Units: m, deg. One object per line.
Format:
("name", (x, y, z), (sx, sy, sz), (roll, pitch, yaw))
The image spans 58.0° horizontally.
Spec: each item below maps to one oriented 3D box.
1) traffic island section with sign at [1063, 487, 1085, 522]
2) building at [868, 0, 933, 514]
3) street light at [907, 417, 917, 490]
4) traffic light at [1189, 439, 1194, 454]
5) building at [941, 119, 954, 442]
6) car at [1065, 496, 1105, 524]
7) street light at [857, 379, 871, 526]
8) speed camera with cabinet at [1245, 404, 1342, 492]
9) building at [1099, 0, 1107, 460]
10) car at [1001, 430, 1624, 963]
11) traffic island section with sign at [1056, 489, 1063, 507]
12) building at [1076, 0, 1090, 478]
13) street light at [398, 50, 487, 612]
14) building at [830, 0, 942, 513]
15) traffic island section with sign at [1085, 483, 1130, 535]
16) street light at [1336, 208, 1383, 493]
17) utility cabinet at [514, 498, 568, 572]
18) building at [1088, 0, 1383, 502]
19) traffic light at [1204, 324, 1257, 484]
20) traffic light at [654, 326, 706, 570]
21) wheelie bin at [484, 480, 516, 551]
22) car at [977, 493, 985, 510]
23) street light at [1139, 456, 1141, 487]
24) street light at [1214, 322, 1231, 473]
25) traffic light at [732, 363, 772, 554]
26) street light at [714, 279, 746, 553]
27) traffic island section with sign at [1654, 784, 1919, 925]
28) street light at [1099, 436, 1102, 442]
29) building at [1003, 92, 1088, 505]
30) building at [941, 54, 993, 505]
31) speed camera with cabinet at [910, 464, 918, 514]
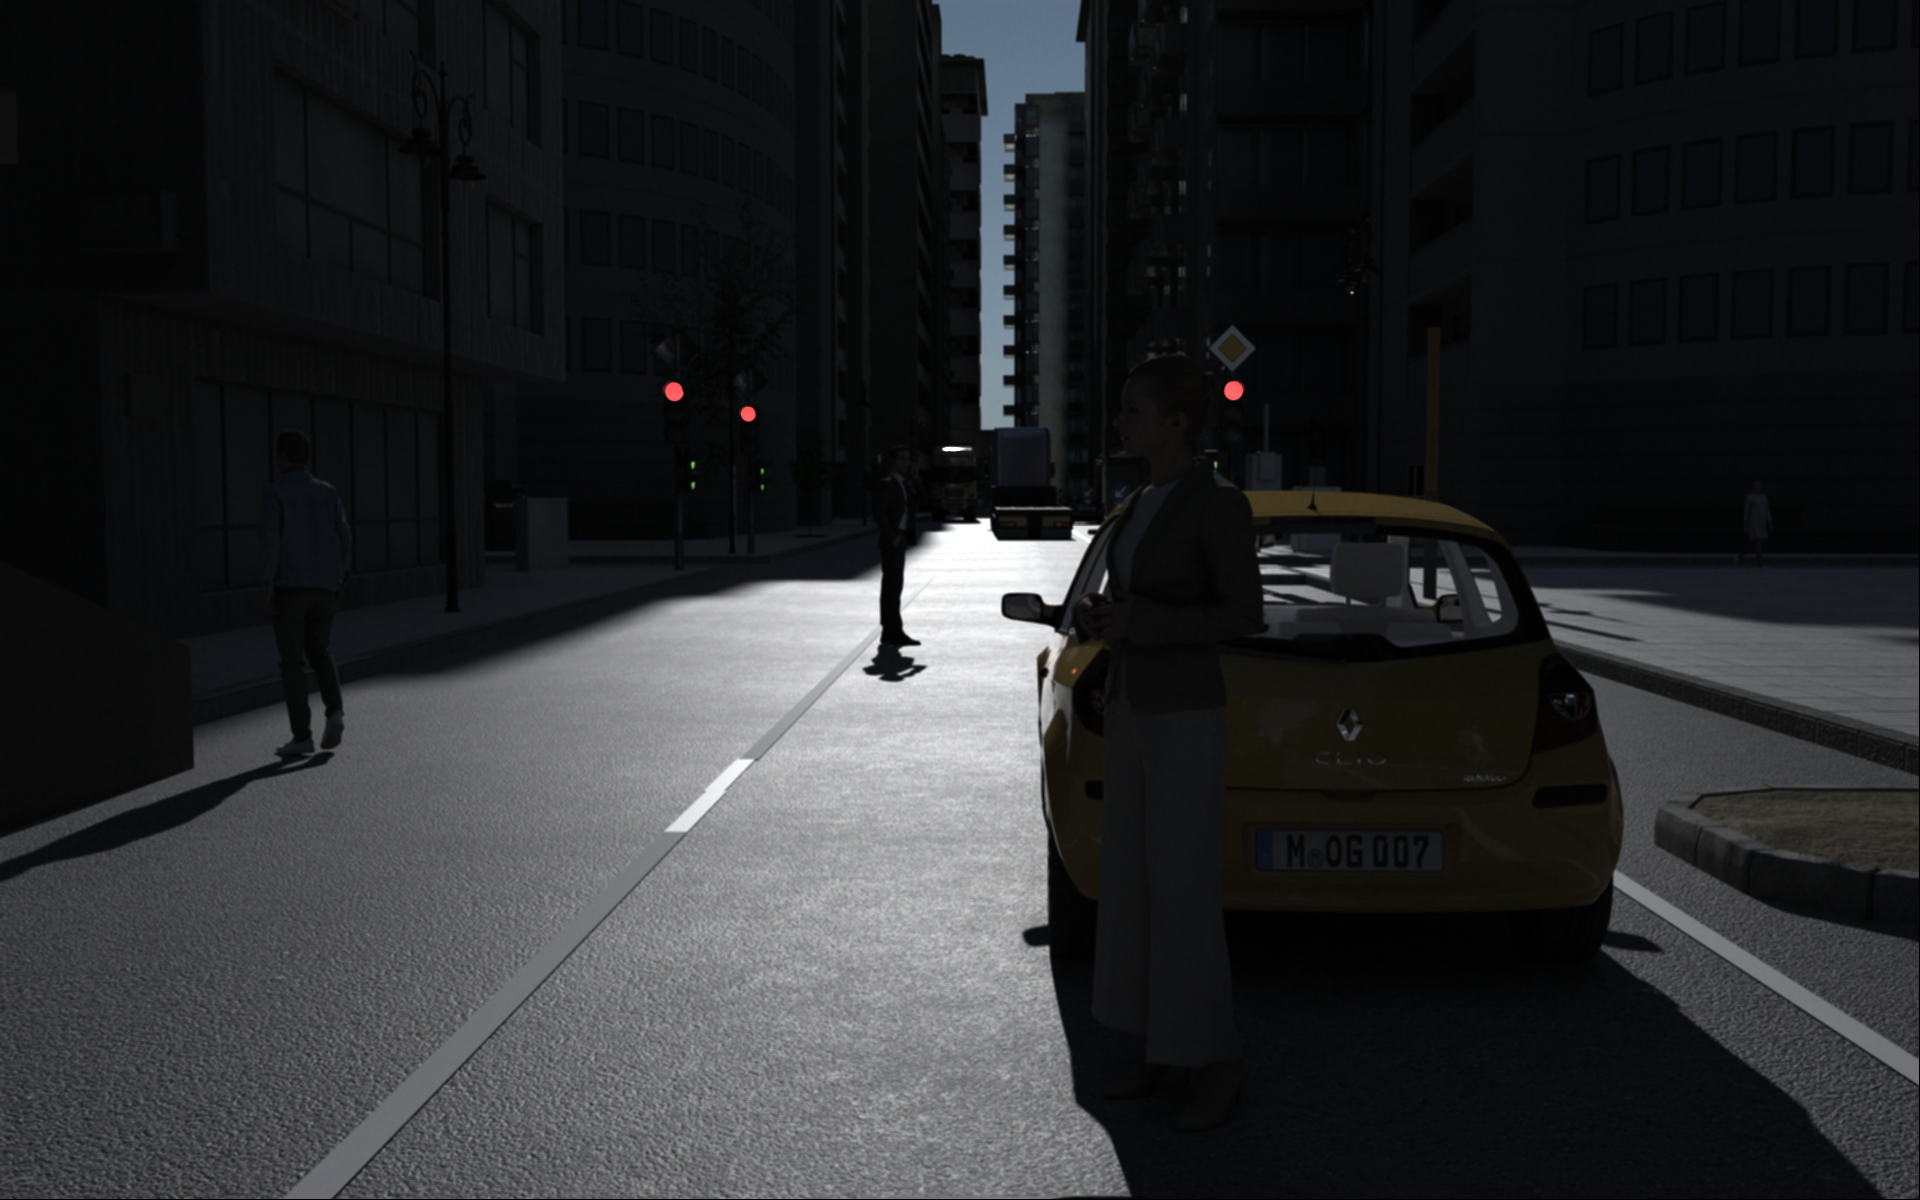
("traffic island section with sign", (6.435, -4.899, 88.725), (1.989, 1.847, 2.006), (0, 4, 2))
("building", (-13.101, -30.518, 122.665), (21.300, 48.544, 21.600), (0, 4, 2))
("street light", (-2.835, -7.913, 102.167), (0.468, 5.910, 1.993), (0, 4, 2))
("traffic light", (4.743, -2.928, 36.788), (0.839, 4.253, 0.868), (0, 4, 2))
("building", (-12.755, -29.393, 172.454), (23.993, 40.220, 32.217), (0, 4, 2))
("car", (6.032, -4.321, 83.232), (1.945, 1.354, 3.894), (0, 4, 1))
("street light", (-3.835, -5.918, 69.544), (0.468, 5.910, 1.993), (0, 4, 2))
("speed camera with cabinet", (7.379, -2.691, 38.326), (2.038, 3.252, 0.660), (0, 4, -7))
("building", (17.266, -28.973, 123.822), (14.600, 45.320, 14.200), (0, 4, 2))
("car", (1.161, 0.212, 6.751), (2.015, 1.641, 3.980), (0, 4, 2))
("traffic island section with sign", (8.916, -9.676, 166.829), (1.989, 1.847, 2.006), (0, 4, 2))
("building", (26.333, -35.702, 172.972), (28.713, 52.752, 27.495), (0, 4, 2))
("street light", (-5.525, -2.806, 18.668), (0.468, 5.910, 1.993), (0, 4, 2))
("building", (-8.786, -27.950, 140.570), (14.154, 41.232, 14.086), (0, 4, 2))
("traffic island section with sign", (5.577, -3.251, 61.783), (1.989, 1.847, 2.006), (0, 4, 2))
("street light", (6.510, -3.400, 28.379), (0.468, 5.910, 1.993), (0, 4, 2))
("utility cabinet", (-7.009, -1.092, 29.009), (0.306, 1.237, 1.020), (2, 4, 28))
("building", (21.336, -36.865, 144.750), (21.231, 58.520, 28.212), (0, 4, 2))
("traffic light", (4.489, -2.440, 28.807), (0.839, 4.253, 0.868), (0, 4, 2))
("traffic light", (-4.718, -2.456, 29.082), (0.839, 4.253, 0.868), (0, 4, 2))
("wheelie bin", (-10.442, -1.898, 38.937), (0.693, 1.594, 0.980), (3, 5, 44))
("car", (1.209, -8.768, 152.941), (1.945, 1.707, 3.694), (0, 4, 1))
("street light", (8.205, -6.487, 78.845), (0.468, 5.910, 1.993), (0, 4, 2))
("street light", (7.122, -4.512, 46.561), (0.468, 5.910, 1.993), (0, 4, 2))
("traffic light", (-4.464, -2.945, 37.064), (0.839, 4.253, 0.868), (0, 4, 2))
("street light", (-4.933, -3.947, 37.322), (0.468, 5.910, 1.993), (0, 4, 2))
("traffic island section with sign", (3.818, 0.126, 6.568), (1.989, 1.847, 2.006), (0, 4, 2))
("street light", (9.177, -8.482, 111.473), (0.468, 5.910, 1.993), (0, 4, 2))
("building", (20.437, -35.869, 206.071), (30.456, 49.044, 23.786), (0, 4, 2))
("building", (-8.439, -37.940, 209.559), (27.495, 52.752, 28.713), (0, 4, 2))
("speed camera with cabinet", (-3.536, -7.196, 111.992), (2.038, 3.252, 0.660), (-1, 4, -14))
